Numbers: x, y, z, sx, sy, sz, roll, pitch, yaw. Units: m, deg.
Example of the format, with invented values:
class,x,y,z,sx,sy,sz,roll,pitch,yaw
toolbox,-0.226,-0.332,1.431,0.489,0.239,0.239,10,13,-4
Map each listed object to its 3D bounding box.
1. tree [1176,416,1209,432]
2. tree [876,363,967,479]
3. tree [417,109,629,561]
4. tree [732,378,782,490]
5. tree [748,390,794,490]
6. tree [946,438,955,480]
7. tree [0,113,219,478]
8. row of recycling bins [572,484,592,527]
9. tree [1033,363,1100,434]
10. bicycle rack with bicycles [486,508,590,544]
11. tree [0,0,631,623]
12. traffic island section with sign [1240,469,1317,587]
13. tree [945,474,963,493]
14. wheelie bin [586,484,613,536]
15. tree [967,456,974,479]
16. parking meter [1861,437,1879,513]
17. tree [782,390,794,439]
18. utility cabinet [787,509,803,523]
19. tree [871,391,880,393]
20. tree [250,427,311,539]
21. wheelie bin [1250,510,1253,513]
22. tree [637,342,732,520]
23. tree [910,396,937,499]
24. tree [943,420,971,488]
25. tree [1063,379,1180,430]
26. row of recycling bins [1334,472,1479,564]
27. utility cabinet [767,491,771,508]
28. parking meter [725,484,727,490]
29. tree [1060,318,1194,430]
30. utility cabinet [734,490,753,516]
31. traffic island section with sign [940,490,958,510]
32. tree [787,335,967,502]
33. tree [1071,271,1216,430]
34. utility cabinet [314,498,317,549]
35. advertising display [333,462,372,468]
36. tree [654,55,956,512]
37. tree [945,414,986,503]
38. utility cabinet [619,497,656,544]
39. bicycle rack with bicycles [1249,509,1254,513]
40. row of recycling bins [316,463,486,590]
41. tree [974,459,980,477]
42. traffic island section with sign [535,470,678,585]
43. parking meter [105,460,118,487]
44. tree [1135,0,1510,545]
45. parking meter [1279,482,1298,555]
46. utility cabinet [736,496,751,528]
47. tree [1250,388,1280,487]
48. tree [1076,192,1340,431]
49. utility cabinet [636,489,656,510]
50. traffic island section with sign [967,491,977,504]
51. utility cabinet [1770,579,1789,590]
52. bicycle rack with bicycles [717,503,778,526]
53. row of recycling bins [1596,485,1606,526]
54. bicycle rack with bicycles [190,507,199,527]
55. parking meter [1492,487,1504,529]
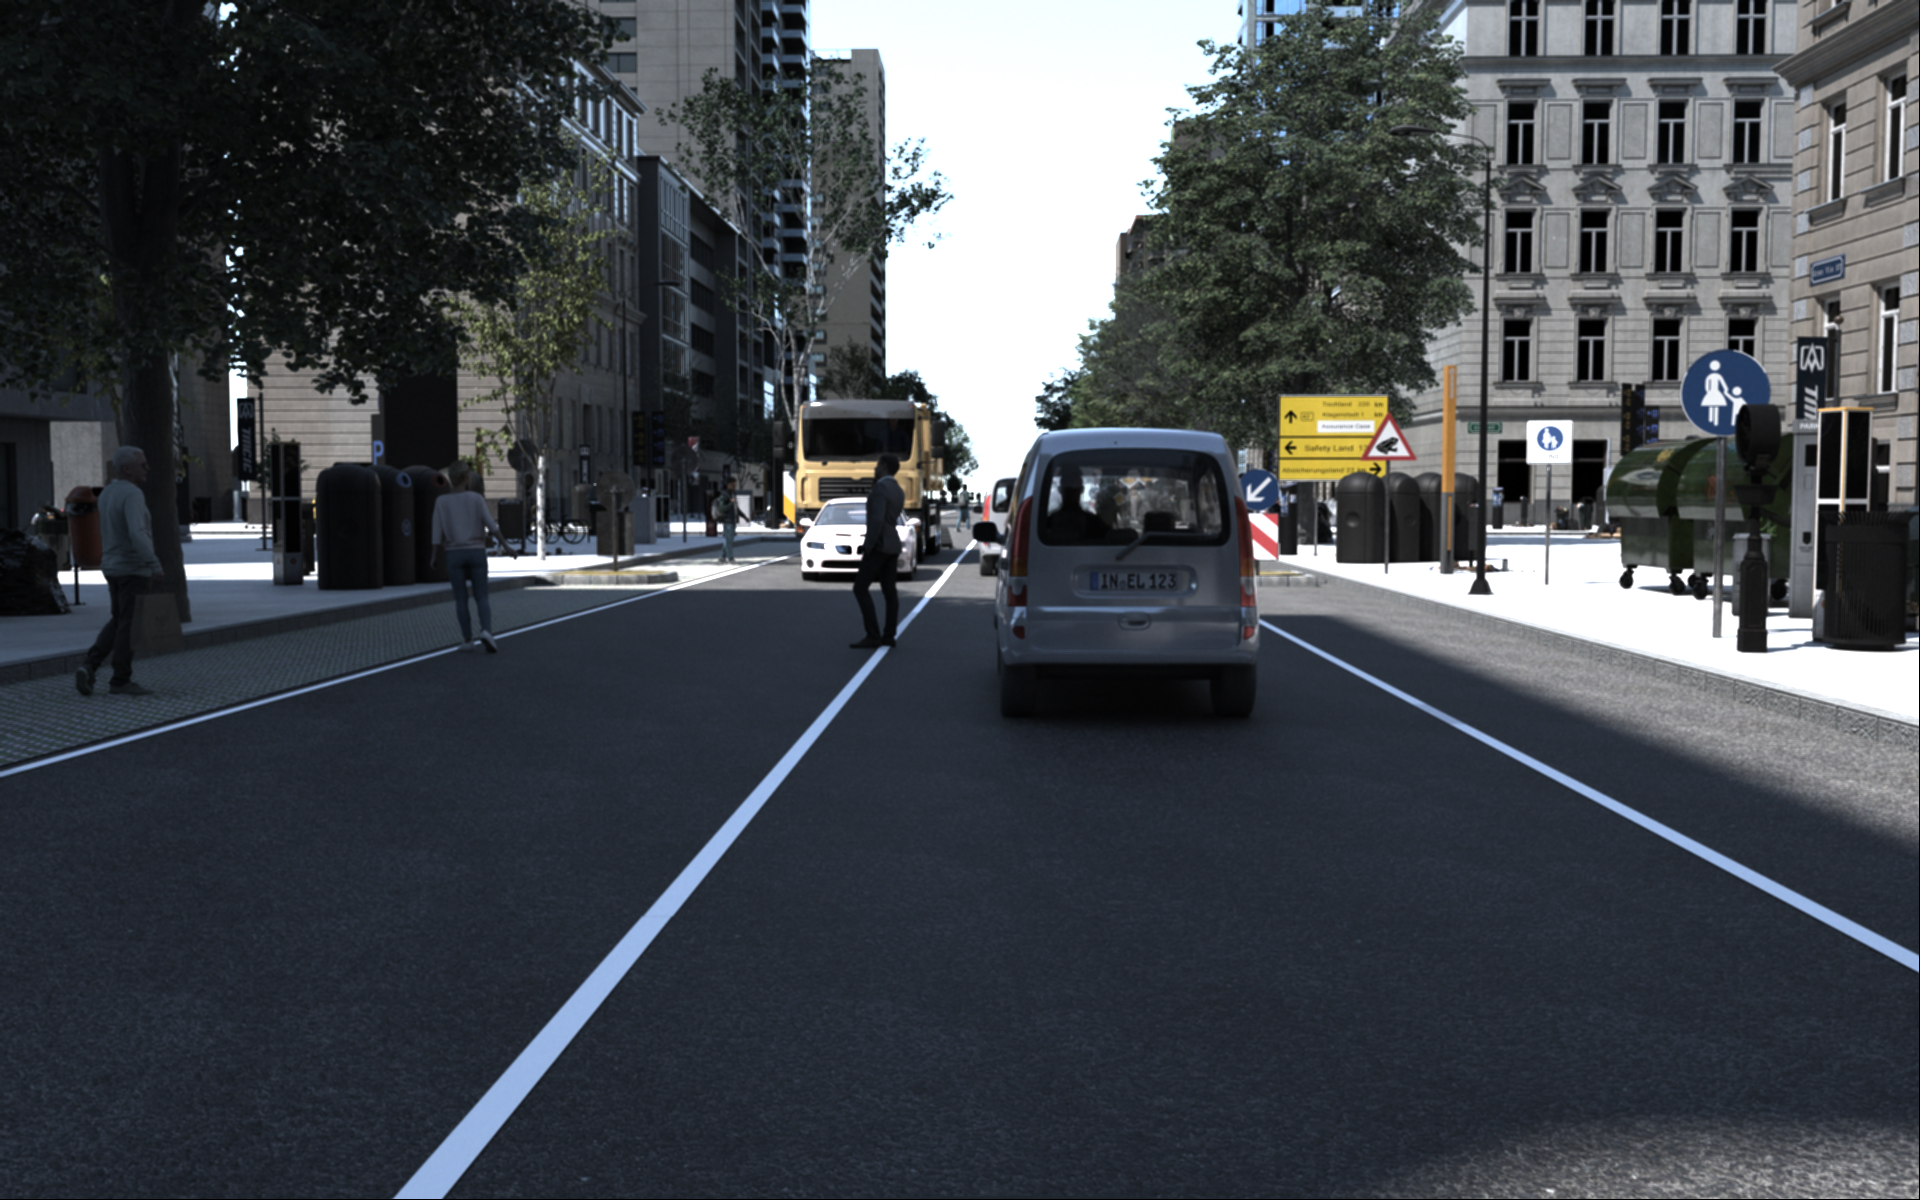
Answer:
class,x,y,z,sx,sy,sz,roll,pitch,yaw
tree,16.559,-11.016,130.480,4.737,8.622,4.395,0,3,0
tree,-4.626,-14.394,152.343,9.611,12.733,9.660,0,3,0
tree,-8.215,-5.067,33.205,4.737,8.622,4.395,0,3,0
tree,-13.394,-9.497,105.632,4.360,8.622,3.978,0,3,0
tree,-13.043,-10.488,121.844,4.737,8.622,4.395,0,3,0
tree,-2.517,-15.559,204.746,4.360,8.622,3.978,0,3,0
tree,-15.517,-4.991,31.959,4.737,8.622,4.395,0,3,0
row of recycling bins,-15.122,-3.828,69.702,1.069,1.692,3.534,-1,4,-13
tree,11.632,-15.979,167.911,9.857,13.997,8.962,0,3,0
bicycle rack with bicycles,-10.917,-1.948,45.240,2.925,0.926,2.852,2,4,27
tree,-7.938,-6.743,16.911,9.857,13.997,8.962,0,3,0
traffic island section with sign,4.567,-1.170,27.757,1.989,1.847,2.006,0,4,2
tree,-1.068,-17.925,276.789,4.285,4.588,4.351,0,3,0
wheelie bin,-11.051,-2.779,53.341,0.980,1.594,0.693,1,4,14
tree,-3.923,-14.622,173.479,7.601,10.594,8.767,-1,4,-19
parking meter,7.866,-0.588,15.329,0.399,1.863,0.255,0,4,-8
tree,-11.407,-9.870,111.733,4.360,8.622,3.978,0,3,0
utility cabinet,-7.192,-4.046,77.314,1.020,1.237,0.306,-1,4,-13
tree,-5.562,-10.274,118.347,4.737,8.622,4.395,0,3,0
tree,-19.814,-3.384,49.925,1.663,3.219,1.824,0,3,0
wheelie bin,17.680,-5.996,105.939,0.693,1.594,0.980,0,4,-7
tree,-13.524,-8.212,84.627,4.360,8.622,3.978,0,3,0
tree,-4.260,-10.856,127.865,4.360,8.622,3.978,0,3,0
tree,-2.237,-18.780,232.815,9.928,11.665,9.643,0,3,0
tree,11.119,-11.439,121.435,8.767,10.594,7.601,-2,4,-35
row of recycling bins,8.561,-1.572,32.809,3.534,1.692,1.069,-2,4,-35
utility cabinet,-14.400,-7.594,132.846,0.318,1.500,1.173,2,4,25
parking meter,-13.113,-5.661,98.270,0.255,1.863,0.399,-3,5,-40
tree,9.631,-10.469,96.922,9.928,11.665,9.643,0,3,0
utility cabinet,-11.172,-4.869,88.288,1.173,1.500,0.318,-1,4,-14
traffic island section with sign,-1.458,-9.296,160.624,1.989,1.847,2.006,0,4,2
tree,-5.558,-10.200,101.183,8.767,10.594,7.601,-3,5,-43
tree,9.420,-10.413,88.377,7.486,12.596,7.792,0,3,0
utility cabinet,-14.561,-1.794,40.486,0.306,1.237,1.020,2,4,32
advertising display,-12.211,-1.832,35.162,0.974,1.923,0.123,0,4,1
tree,-5.613,-13.275,72.938,12.611,20.169,13.585,0,3,0
tree,-1.185,-21.601,263.539,12.009,13.543,11.850,0,3,0
utility cabinet,-8.303,-2.043,44.561,1.020,1.237,0.306,2,4,30
bicycle rack with bicycles,17.007,-4.753,91.097,2.852,0.926,2.925,-2,4,-32
row of recycling bins,-7.967,-1.079,24.748,1.069,1.692,3.534,1,4,15
tree,-0.282,-21.933,293.018,8.767,10.594,7.601,1,4,19
traffic island section with sign,-5.650,-1.188,28.047,1.989,1.847,2.006,0,4,2
parking meter,-12.631,-1.248,26.113,0.399,1.863,0.255,0,4,-3
tree,8.610,-8.363,43.390,9.857,13.997,8.962,0,3,0
parking meter,6.900,-1.708,36.341,0.372,1.533,0.369,0,3,0
utility cabinet,-8.507,-3.351,65.945,1.020,1.237,0.306,0,4,1
tree,17.521,-8.893,95.764,4.360,8.622,3.978,0,3,0
tree,9.550,-9.583,67.053,12.009,13.543,11.850,0,3,0
utility cabinet,-14.764,-4.493,82.132,1.173,1.500,0.318,-1,4,-10
traffic island section with sign,2.009,-15.999,270.216,1.989,1.847,2.006,0,4,2
utility cabinet,11.101,-0.763,23.645,0.306,1.237,1.020,-2,4,-23
bicycle rack with bicycles,-8.807,-3.487,70.395,2.925,0.926,2.852,-2,4,-29
row of recycling bins,26.245,-3.716,67.868,1.069,1.692,3.534,-1,4,-19
bicycle rack with bicycles,-31.761,-3.351,68.172,2.925,0.926,2.852,3,5,40
parking meter,19.534,-3.332,62.888,0.372,1.533,0.369,0,3,0
